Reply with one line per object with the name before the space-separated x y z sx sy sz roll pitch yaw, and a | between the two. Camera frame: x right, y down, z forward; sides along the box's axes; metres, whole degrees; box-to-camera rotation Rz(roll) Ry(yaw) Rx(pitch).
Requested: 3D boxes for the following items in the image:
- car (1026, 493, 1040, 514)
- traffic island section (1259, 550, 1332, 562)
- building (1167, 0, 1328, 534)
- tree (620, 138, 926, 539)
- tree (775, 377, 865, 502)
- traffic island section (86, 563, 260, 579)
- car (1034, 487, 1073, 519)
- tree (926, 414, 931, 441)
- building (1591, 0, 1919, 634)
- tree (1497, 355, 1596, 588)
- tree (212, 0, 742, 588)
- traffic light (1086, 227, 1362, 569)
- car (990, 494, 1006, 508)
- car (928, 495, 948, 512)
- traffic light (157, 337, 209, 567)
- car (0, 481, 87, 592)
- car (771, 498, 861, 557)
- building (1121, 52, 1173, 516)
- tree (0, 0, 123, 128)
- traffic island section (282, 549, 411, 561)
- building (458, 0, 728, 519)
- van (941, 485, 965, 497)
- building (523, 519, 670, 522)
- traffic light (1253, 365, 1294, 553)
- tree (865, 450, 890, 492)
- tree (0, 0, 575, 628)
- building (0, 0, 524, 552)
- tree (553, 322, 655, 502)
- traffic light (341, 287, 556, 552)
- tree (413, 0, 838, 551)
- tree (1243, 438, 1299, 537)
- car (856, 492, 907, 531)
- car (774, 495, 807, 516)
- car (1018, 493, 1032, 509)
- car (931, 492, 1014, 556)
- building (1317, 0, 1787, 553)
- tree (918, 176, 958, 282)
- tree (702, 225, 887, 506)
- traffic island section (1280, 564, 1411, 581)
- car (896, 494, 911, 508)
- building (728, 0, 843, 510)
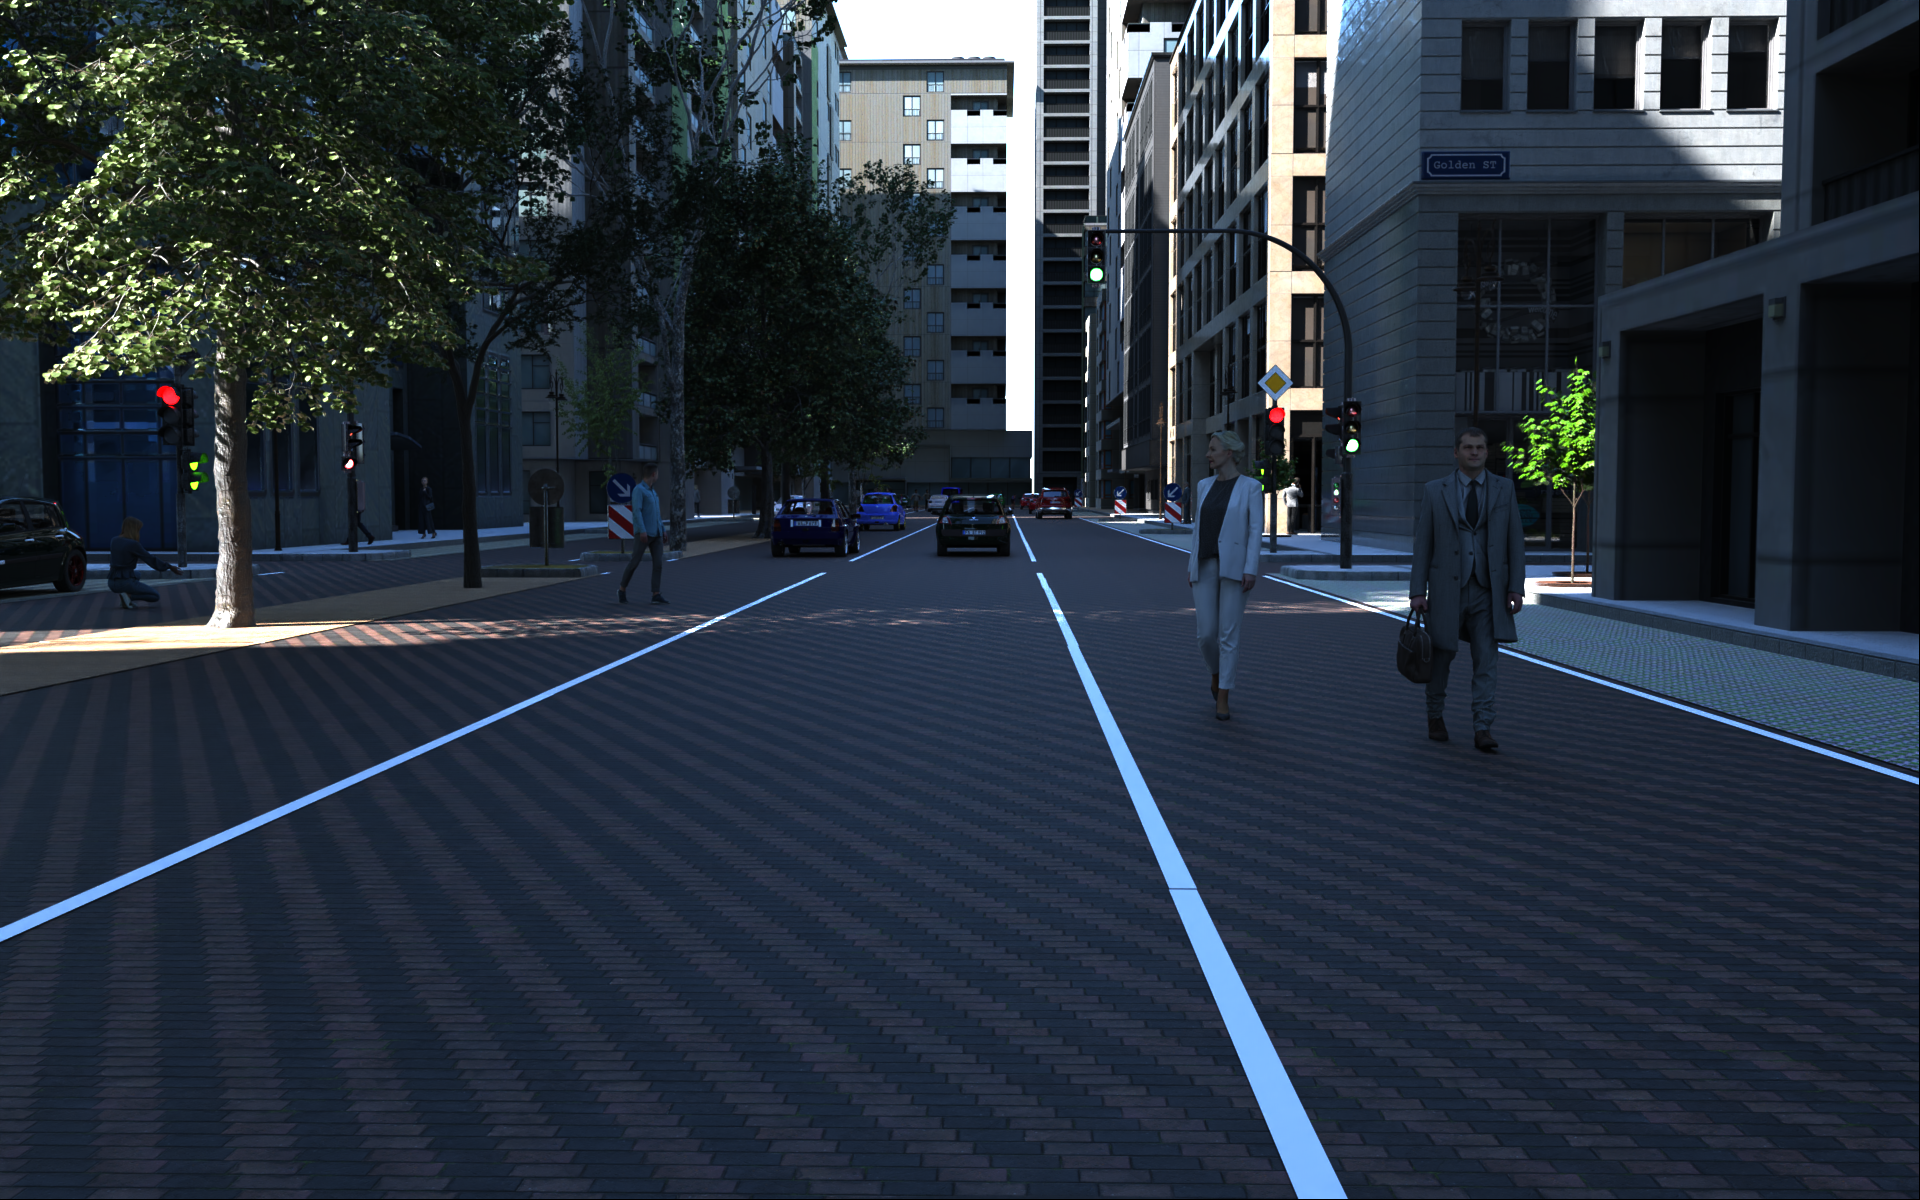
car | 5.898 -7.169 126.250 2.155 1.783 4.494 0 4 2
traffic island section | 6.870 -0.954 37.876 2.009 0.180 2.903 0 4 1
building | 19.892 -16.335 71.597 19.350 26.468 34.151 0 4 1
tree | -6.220 -8.328 55.620 9.611 12.733 9.660 0 3 0
tree | -6.440 -7.269 71.676 4.737 8.622 4.395 0 3 0
traffic island section | -13.665 -0.497 30.406 2.009 0.180 2.903 0 4 1
car | 5.470 -5.662 101.240 2.281 1.827 5.304 0 4 1
tree | -6.230 -9.785 79.448 9.611 12.733 9.660 0 3 0
building | 17.850 -34.907 8.988 20.563 71.187 20.611 0 4 1
tree | 8.660 -1.811 24.207 1.663 3.219 1.824 0 3 0
tree | -7.381 -5.475 26.380 8.767 10.594 7.601 0 4 1
traffic light | 4.537 -3.365 29.691 4.771 5.953 1.251 0 4 1
car | 3.650 -10.187 175.348 1.959 1.807 4.718 0 4 3
car | -1.639 -7.858 140.836 2.083 1.381 4.827 0 4 2
traffic light | -13.625 -2.529 30.270 0.839 4.253 0.868 0 4 1
car | -13.690 -0.857 23.805 2.009 1.686 4.222 0 4 0
car | -3.373 -1.735 40.941 1.945 1.354 3.894 0 4 3
building | 17.299 -18.786 100.658 14.314 27.812 24.014 0 4 1
tree | -7.666 -5.836 8.239 12.009 13.543 11.850 0 3 0
traffic island section | -13.464 -0.985 38.388 2.009 0.180 2.903 0 4 1
building | -21.908 -25.778 105.058 14.154 41.232 14.086 0 4 1
van | -0.736 -9.706 163.069 2.240 2.365 5.245 0 4 3
building | -21.115 -24.428 82.987 14.154 41.232 14.086 0 4 1
traffic light | 6.831 -2.987 37.763 0.839 4.253 0.868 0 4 1
tree | -5.650 -9.014 100.193 4.737 8.622 4.395 0 3 0
tree | -7.886 -5.997 18.643 7.486 12.596 7.792 0 3 0
building | -26.965 -45.173 51.255 22.319 86.520 31.000 0 4 1
tree | -14.805 -7.462 72.370 4.737 8.622 4.395 0 3 0
traffic light | -11.331 -3.888 38.235 4.771 5.953 1.251 0 4 1
tree | -8.236 -11.328 43.557 12.611 20.169 13.585 0 3 0
tree | 9.289 -3.504 51.885 1.663 3.219 1.824 0 3 0
car | -3.103 -3.607 68.560 1.945 1.707 3.694 0 4 3
car | -9.244 -5.105 95.828 2.083 1.381 4.827 0 4 2
car | 6.550 -9.406 162.831 2.155 1.783 4.494 0 4 1
car | 0.303 -1.933 41.398 2.009 1.686 4.222 0 4 0
building | 24.662 -16.153 41.586 29.804 29.767 11.434 0 4 1
tree | -6.843 -14.236 91.110 12.611 20.169 13.585 0 3 0
tree | -6.665 -8.849 65.271 7.486 12.596 7.792 0 3 0
traffic island section | 6.670 -0.466 29.893 2.009 0.180 2.903 0 4 1
car | -6.111 -10.247 179.328 2.131 1.459 4.920 0 4 3
building | -26.311 -35.842 175.260 27.495 52.752 28.713 0 4 1
